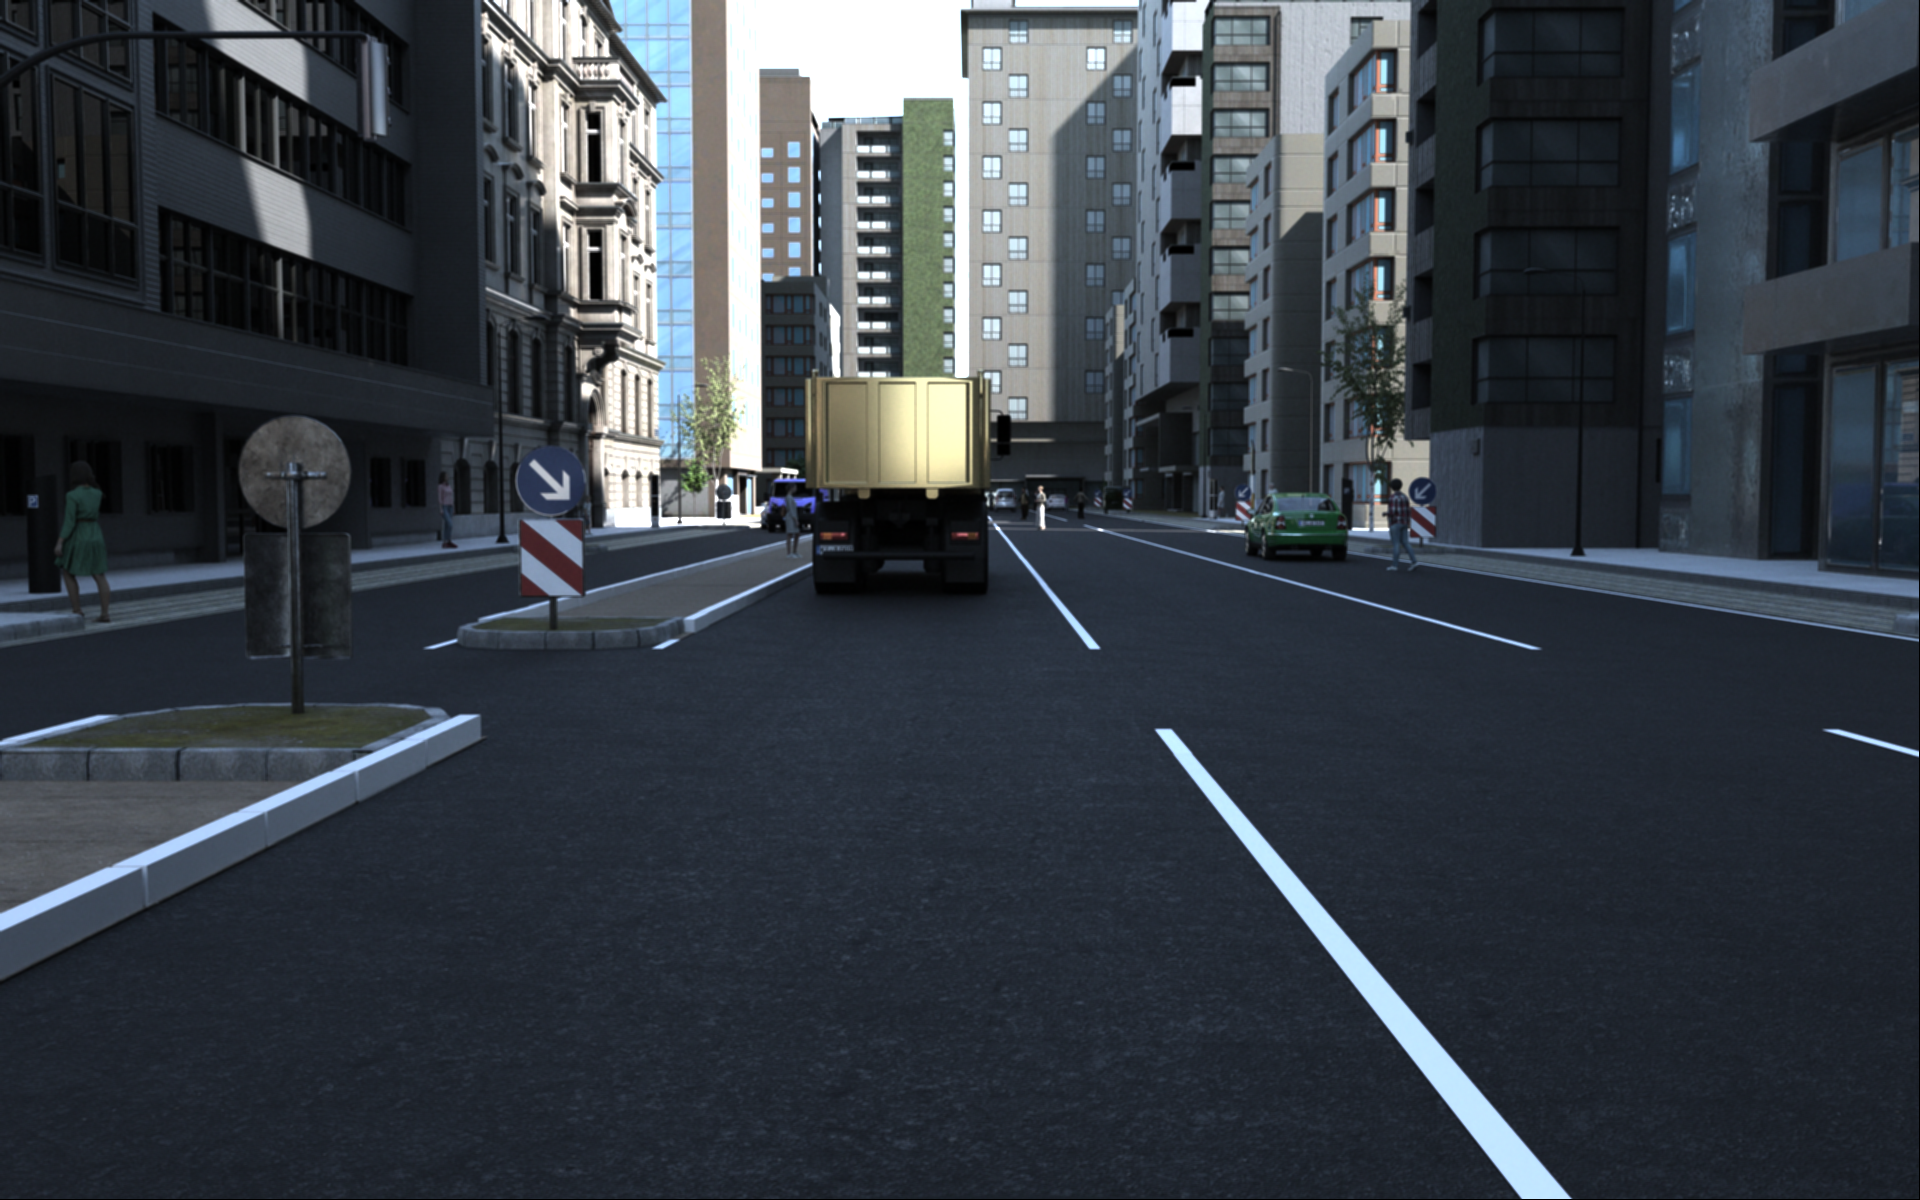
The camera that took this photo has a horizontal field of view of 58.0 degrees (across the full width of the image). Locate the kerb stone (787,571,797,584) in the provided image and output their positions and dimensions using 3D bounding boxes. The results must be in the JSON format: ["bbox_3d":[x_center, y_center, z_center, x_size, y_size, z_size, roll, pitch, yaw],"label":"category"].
[{"bbox_3d":[-2.742,-0.327,27.534,0.120,0.150,1.000,0,4,0],"label":"kerb stone"}]

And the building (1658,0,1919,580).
[{"bbox_3d":[28.202,-24.919,27.038,30.456,49.044,23.786,0,4,0],"label":"building"}]

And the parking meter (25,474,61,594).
[{"bbox_3d":[-11.894,-0.860,22.472,0.372,1.533,0.369,0,3,0],"label":"parking meter"}]

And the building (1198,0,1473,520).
[{"bbox_3d":[21.117,-20.287,103.392,14.160,30.474,14.107,0,4,0],"label":"building"}]

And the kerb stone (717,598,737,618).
[{"bbox_3d":[-2.783,0.112,20.365,0.120,0.150,1.000,0,4,0],"label":"kerb stone"}]

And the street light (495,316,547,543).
[{"bbox_3d":[-11.452,-4.444,45.205,1.470,5.913,1.316,0,4,0],"label":"street light"}]

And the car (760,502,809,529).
[{"bbox_3d":[-7.257,-3.680,72.165,2.014,1.417,4.499,0,4,0],"label":"car"}]

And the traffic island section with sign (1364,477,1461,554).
[{"bbox_3d":[10.873,-2.033,41.867,1.989,1.847,2.006,0,4,0],"label":"traffic island section with sign"}]

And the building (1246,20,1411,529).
[{"bbox_3d":[28.932,-14.240,77.867,27.650,21.520,28.899,0,4,0],"label":"building"}]

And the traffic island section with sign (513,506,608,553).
[{"bbox_3d":[-9.739,-2.071,42.489,1.989,1.847,2.006,0,4,0],"label":"traffic island section with sign"}]

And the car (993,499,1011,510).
[{"bbox_3d":[3.781,-8.785,153.851,2.015,1.641,3.980,0,4,2],"label":"car"}]

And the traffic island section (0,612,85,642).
[{"bbox_3d":[-10.212,0.304,17.318,2.009,0.180,2.903,0,4,0],"label":"traffic island section"}]

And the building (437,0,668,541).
[{"bbox_3d":[-19.264,-14.958,63.644,14.460,24.649,34.723,0,4,0],"label":"building"}]

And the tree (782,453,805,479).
[{"bbox_3d":[-12.513,-9.285,135.520,4.285,4.588,4.351,0,3,0],"label":"tree"}]

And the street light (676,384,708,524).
[{"bbox_3d":[-11.334,-6.160,73.252,1.470,5.913,1.316,0,4,0],"label":"street light"}]

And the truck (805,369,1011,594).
[{"bbox_3d":[-0.813,-1.995,28.549,3.469,3.379,9.791,0,4,0],"label":"truck"}]

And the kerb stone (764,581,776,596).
[{"bbox_3d":[-2.758,-0.138,24.458,0.120,0.150,1.000,0,4,0],"label":"kerb stone"}]

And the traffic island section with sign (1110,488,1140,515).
[{"bbox_3d":[11.313,-6.747,118.946,1.989,1.847,2.006,0,4,0],"label":"traffic island section with sign"}]

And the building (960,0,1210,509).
[{"bbox_3d":[13.824,-36.688,189.094,27.495,52.752,28.713,0,4,0],"label":"building"}]

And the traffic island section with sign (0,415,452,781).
[{"bbox_3d":[-3.890,-0.085,9.530,2.006,1.907,1.989,0,4,0],"label":"traffic island section with sign"}]

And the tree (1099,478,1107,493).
[{"bbox_3d":[14.335,-10.714,169.768,1.663,3.219,1.824,0,3,0],"label":"tree"}]

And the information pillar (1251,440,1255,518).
[{"bbox_3d":[12.557,-5.076,74.341,0.183,3.616,0.504,0,4,1],"label":"information pillar"}]

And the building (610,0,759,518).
[{"bbox_3d":[-19.204,-27.451,98.927,14.600,45.320,14.200,0,4,0],"label":"building"}]

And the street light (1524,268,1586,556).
[{"bbox_3d":[12.300,-3.870,35.814,1.470,5.913,1.316,0,4,0],"label":"street light"}]

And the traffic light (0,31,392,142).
[{"bbox_3d":[-8.079,-2.602,17.206,4.771,5.953,1.251,0,4,0],"label":"traffic light"}]

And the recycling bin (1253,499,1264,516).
[{"bbox_3d":[14.765,-4.425,84.897,0.722,1.027,0.722,0,4,1],"label":"recycling bin"}]

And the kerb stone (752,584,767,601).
[{"bbox_3d":[-2.763,-0.076,23.436,0.120,0.150,1.000,0,4,0],"label":"kerb stone"}]

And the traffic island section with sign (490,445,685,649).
[{"bbox_3d":[-3.838,-0.538,16.937,2.006,1.907,1.989,0,4,0],"label":"traffic island section with sign"}]

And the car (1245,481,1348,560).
[{"bbox_3d":[7.518,-1.844,38.944,1.959,1.807,4.718,0,4,2],"label":"car"}]

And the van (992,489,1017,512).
[{"bbox_3d":[3.559,-7.968,137.281,2.013,2.044,4.112,0,4,-1],"label":"van"}]

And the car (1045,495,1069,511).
[{"bbox_3d":[8.435,-8.453,150.562,2.083,1.381,4.827,0,4,0],"label":"car"}]

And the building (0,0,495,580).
[{"bbox_3d":[-19.579,-12.982,31.316,14.314,24.678,30.058,0,4,0],"label":"building"}]

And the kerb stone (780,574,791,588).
[{"bbox_3d":[-2.745,-0.263,26.512,0.120,0.150,1.000,0,4,0],"label":"kerb stone"}]

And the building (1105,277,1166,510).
[{"bbox_3d":[27.761,-18.821,152.762,27.650,21.520,28.899,0,4,0],"label":"building"}]

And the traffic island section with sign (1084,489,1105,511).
[{"bbox_3d":[11.477,-8.417,146.243,1.989,1.847,2.006,0,4,0],"label":"traffic island section with sign"}]

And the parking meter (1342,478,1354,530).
[{"bbox_3d":[13.849,-3.434,61.859,0.399,1.863,0.255,2,4,25],"label":"parking meter"}]

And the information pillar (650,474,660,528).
[{"bbox_3d":[-11.418,-3.692,64.863,0.304,2.012,0.304,0,4,-6],"label":"information pillar"}]

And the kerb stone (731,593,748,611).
[{"bbox_3d":[-2.775,0.049,21.391,0.120,0.150,1.000,0,4,0],"label":"kerb stone"}]

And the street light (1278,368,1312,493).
[{"bbox_3d":[12.401,-5.593,63.991,1.470,5.913,1.316,0,4,0],"label":"street light"}]

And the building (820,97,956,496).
[{"bbox_3d":[-7.415,-30.476,181.869,14.086,41.232,14.154,0,4,0],"label":"building"}]

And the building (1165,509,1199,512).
[{"bbox_3d":[27.256,-32.673,123.440,28.713,52.752,27.495,0,4,0],"label":"building"}]

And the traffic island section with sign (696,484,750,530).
[{"bbox_3d":[-9.580,-3.771,70.290,1.989,1.847,2.006,0,4,0],"label":"traffic island section with sign"}]

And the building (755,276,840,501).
[{"bbox_3d":[-26.224,-18.956,154.967,28.899,21.520,27.650,0,4,0],"label":"building"}]

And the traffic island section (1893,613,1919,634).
[{"bbox_3d":[10.729,0.311,17.193,2.009,0.180,2.903,0,4,0],"label":"traffic island section"}]

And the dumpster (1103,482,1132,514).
[{"bbox_3d":[11.088,-7.173,122.235,1.985,2.255,1.502,0,4,-2],"label":"dumpster"}]

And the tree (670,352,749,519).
[{"bbox_3d":[-12.773,-8.535,89.909,4.737,8.622,4.395,0,3,0],"label":"tree"}]

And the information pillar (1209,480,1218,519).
[{"bbox_3d":[12.845,-5.094,87.779,0.304,2.012,0.304,3,5,44],"label":"information pillar"}]

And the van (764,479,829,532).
[{"bbox_3d":[-6.219,-3.816,66.783,2.240,2.365,5.245,0,4,2],"label":"van"}]

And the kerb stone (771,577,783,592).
[{"bbox_3d":[-2.753,-0.201,25.480,0.120,0.150,1.000,0,4,0],"label":"kerb stone"}]

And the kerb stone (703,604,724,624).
[{"bbox_3d":[-2.790,0.175,19.342,0.120,0.150,1.000,0,4,0],"label":"kerb stone"}]

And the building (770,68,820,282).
[{"bbox_3d":[-22.112,-32.565,182.544,14.200,45.320,14.600,0,4,0],"label":"building"}]

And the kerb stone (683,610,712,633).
[{"bbox_3d":[-2.790,0.242,18.320,0.120,0.150,1.000,0,4,0],"label":"kerb stone"}]

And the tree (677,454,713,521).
[{"bbox_3d":[-12.926,-5.464,83.942,1.663,3.219,1.824,0,3,0],"label":"tree"}]

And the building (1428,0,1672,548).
[{"bbox_3d":[19.415,-16.833,46.928,14.160,30.474,14.107,0,4,0],"label":"building"}]

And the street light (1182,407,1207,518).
[{"bbox_3d":[12.471,-7.308,92.025,1.470,5.913,1.316,0,4,0],"label":"street light"}]

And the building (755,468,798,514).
[{"bbox_3d":[-27.797,-26.074,118.193,32.217,40.220,23.993,0,4,0],"label":"building"}]

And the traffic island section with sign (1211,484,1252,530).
[{"bbox_3d":[11.026,-3.682,68.822,1.989,1.847,2.006,0,4,0],"label":"traffic island section with sign"}]

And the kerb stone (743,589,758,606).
[{"bbox_3d":[-2.767,-0.013,22.413,0.120,0.150,1.000,0,4,0],"label":"kerb stone"}]

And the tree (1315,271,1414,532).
[{"bbox_3d":[14.119,-6.592,58.139,4.737,8.622,4.395,0,3,0],"label":"tree"}]

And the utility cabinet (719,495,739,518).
[{"bbox_3d":[-12.185,-4.900,91.275,1.020,1.237,0.306,-2,4,-24],"label":"utility cabinet"}]
